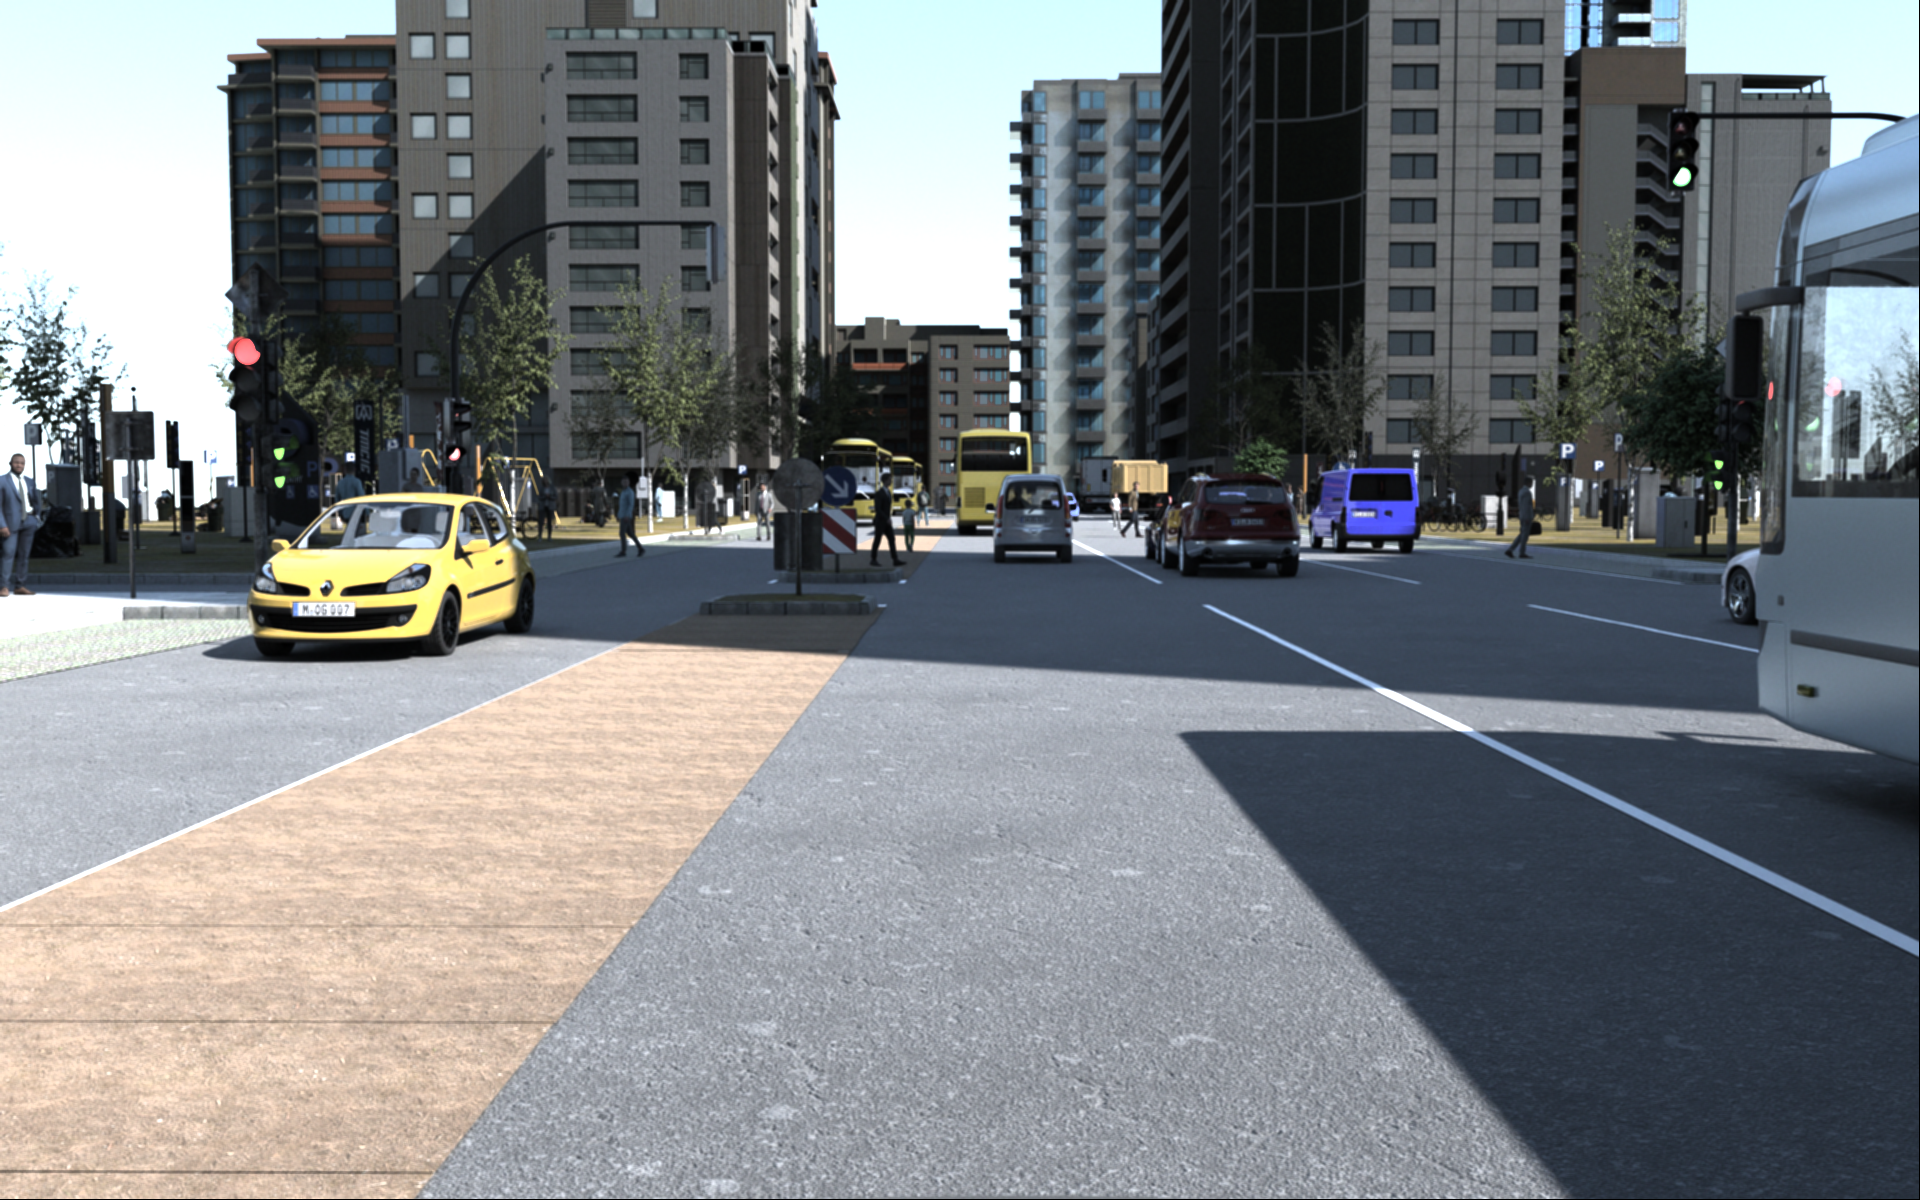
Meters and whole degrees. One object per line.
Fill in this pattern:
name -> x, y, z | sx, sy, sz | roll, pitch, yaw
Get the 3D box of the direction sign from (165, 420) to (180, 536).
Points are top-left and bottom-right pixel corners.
direction sign -> -24.182, -3.747, 53.254 | 0.379, 3.537, 0.876 | 0, 4, -1

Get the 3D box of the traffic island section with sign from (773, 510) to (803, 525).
traffic island section with sign -> -7.655, -4.439, 81.211 | 1.989, 1.847, 2.006 | 0, 4, 1

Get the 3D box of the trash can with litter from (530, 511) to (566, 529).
trash can with litter -> -15.509, -3.267, 64.472 | 1.678, 1.210, 2.233 | 1, 4, 14

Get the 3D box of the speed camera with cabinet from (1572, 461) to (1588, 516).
speed camera with cabinet -> 36.589, -6.566, 101.694 | 0.660, 3.252, 2.038 | -1, 4, -22

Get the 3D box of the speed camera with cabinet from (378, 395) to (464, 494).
speed camera with cabinet -> -10.970, -2.518, 35.504 | 0.660, 3.252, 2.038 | 2, 4, 26

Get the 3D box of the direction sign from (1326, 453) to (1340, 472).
direction sign -> 20.473, -6.306, 95.099 | 0.876, 3.537, 0.379 | 3, 5, 44

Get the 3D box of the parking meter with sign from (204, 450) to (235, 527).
parking meter with sign -> -28.754, -4.373, 67.757 | 1.738, 3.016, 0.543 | 2, 4, 30

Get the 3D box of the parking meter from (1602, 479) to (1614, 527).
parking meter -> 25.053, -3.748, 66.985 | 0.255, 1.863, 0.399 | -1, 4, -17

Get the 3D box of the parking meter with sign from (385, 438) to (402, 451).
parking meter with sign -> -17.444, -3.583, 54.841 | 0.543, 3.016, 1.738 | 1, 4, 15

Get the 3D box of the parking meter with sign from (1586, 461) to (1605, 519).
parking meter with sign -> 33.234, -5.782, 90.793 | 0.543, 3.016, 1.738 | 0, 4, 5

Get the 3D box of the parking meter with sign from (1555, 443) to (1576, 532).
parking meter with sign -> 20.889, -3.893, 59.908 | 0.543, 3.016, 1.738 | 1, 4, 13

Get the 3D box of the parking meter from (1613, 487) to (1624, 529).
parking meter -> 24.088, -3.360, 63.353 | 0.372, 1.533, 0.369 | 0, 3, 0

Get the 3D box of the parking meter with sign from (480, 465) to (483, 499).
parking meter with sign -> -27.917, -6.595, 104.096 | 1.738, 3.016, 0.543 | 0, 4, 1

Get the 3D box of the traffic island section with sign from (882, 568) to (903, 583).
traffic island section with sign -> -1.978, -1.258, 28.697 | 2.006, 1.907, 1.989 | 0, 4, 1

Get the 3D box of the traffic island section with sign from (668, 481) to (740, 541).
traffic island section with sign -> -7.896, -2.757, 53.699 | 1.989, 1.847, 2.006 | 0, 4, 1

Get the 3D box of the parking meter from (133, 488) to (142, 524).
parking meter -> -35.153, -4.010, 73.968 | 0.372, 1.533, 0.369 | 0, 3, 0

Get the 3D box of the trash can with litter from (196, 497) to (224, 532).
trash can with litter -> -25.641, -2.918, 59.104 | 1.055, 1.170, 0.624 | 2, 4, 23

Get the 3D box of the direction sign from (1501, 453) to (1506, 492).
direction sign -> 30.029, -6.345, 95.742 | 0.379, 3.537, 0.876 | 0, 4, 4

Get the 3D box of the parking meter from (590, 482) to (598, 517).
parking meter -> -17.604, -4.759, 83.525 | 0.399, 1.863, 0.255 | -3, 5, -42

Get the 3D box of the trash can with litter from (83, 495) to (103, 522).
trash can with litter -> -40.847, -4.244, 80.452 | 1.678, 1.210, 2.233 | -3, 5, -44

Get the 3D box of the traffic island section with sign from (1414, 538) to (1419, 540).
traffic island section with sign -> 13.131, -2.786, 54.171 | 1.989, 1.847, 2.006 | 0, 4, 1

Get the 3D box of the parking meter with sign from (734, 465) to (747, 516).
parking meter with sign -> -13.148, -6.568, 103.648 | 0.543, 3.016, 1.738 | 0, 4, 3

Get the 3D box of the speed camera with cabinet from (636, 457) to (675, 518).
speed camera with cabinet -> -16.526, -6.093, 93.959 | 2.038, 3.252, 0.660 | -1, 4, -14

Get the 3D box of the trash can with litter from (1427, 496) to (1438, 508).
trash can with litter -> 24.480, -4.801, 89.877 | 0.624, 1.170, 1.055 | 3, 4, 36

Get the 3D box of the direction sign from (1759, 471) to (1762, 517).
direction sign -> 45.153, -6.439, 97.267 | 0.379, 3.537, 0.876 | -1, 4, -10

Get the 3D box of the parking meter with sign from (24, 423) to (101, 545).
parking meter with sign -> -22.409, -2.879, 43.326 | 0.543, 3.016, 1.738 | 2, 4, 24

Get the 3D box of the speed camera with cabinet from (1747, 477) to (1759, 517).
speed camera with cabinet -> 43.733, -6.197, 95.649 | 0.660, 3.252, 2.038 | 2, 4, 30

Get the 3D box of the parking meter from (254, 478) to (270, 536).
parking meter -> -21.548, -2.921, 53.477 | 0.255, 1.863, 0.399 | 2, 4, 29

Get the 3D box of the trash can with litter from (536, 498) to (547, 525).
trash can with litter -> -17.106, -3.678, 71.514 | 0.624, 1.170, 1.055 | -2, 4, -31

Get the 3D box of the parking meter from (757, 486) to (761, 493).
parking meter -> -10.655, -5.293, 92.248 | 0.255, 1.863, 0.399 | -1, 4, -9

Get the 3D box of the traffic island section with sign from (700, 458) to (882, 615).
traffic island section with sign -> -2.055, -0.804, 21.290 | 2.006, 1.907, 1.989 | 0, 4, 1

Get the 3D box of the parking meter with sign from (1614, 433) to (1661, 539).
parking meter with sign -> 19.628, -3.258, 49.532 | 1.738, 3.016, 0.543 | -1, 4, -8

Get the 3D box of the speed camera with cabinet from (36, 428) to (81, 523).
speed camera with cabinet -> -27.443, -3.516, 51.817 | 2.038, 3.252, 0.660 | -2, 4, -27

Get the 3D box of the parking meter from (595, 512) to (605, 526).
parking meter -> -14.651, -3.796, 70.482 | 0.372, 1.533, 0.369 | 0, 3, 0

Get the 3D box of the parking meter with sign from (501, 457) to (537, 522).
parking meter with sign -> -20.285, -5.142, 80.326 | 1.738, 3.016, 0.543 | 1, 4, 12

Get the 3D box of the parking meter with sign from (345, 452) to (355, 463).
parking meter with sign -> -25.543, -4.715, 73.350 | 0.543, 3.016, 1.738 | 0, 4, -7

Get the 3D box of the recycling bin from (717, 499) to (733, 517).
recycling bin -> -13.154, -5.139, 96.576 | 0.722, 1.027, 0.722 | 3, 4, 38

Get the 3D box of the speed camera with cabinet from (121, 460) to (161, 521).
speed camera with cabinet -> -38.793, -5.366, 82.064 | 0.660, 3.252, 2.038 | 1, 4, 15

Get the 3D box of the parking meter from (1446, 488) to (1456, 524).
parking meter -> 21.338, -4.090, 75.275 | 0.372, 1.533, 0.369 | 0, 3, 0

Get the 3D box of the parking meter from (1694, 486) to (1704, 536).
parking meter -> 22.704, -2.737, 53.167 | 0.372, 1.533, 0.369 | 0, 3, 0

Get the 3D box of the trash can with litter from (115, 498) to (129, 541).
trash can with litter -> -23.261, -2.239, 47.989 | 1.055, 1.170, 0.624 | 3, 4, 38

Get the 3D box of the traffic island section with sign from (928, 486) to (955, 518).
traffic island section with sign -> -1.305, -5.853, 103.833 | 2.006, 1.907, 1.989 | 0, 4, 1

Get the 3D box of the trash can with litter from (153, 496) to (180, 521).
trash can with litter -> -37.328, -4.289, 81.511 | 0.624, 1.170, 1.055 | 2, 4, 31

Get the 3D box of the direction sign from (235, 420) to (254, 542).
direction sign -> -19.108, -3.318, 46.247 | 0.379, 3.537, 0.876 | 0, 4, 2

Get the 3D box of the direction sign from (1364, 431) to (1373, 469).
direction sign -> 14.862, -4.350, 63.117 | 0.379, 3.537, 0.876 | 0, 4, -4
